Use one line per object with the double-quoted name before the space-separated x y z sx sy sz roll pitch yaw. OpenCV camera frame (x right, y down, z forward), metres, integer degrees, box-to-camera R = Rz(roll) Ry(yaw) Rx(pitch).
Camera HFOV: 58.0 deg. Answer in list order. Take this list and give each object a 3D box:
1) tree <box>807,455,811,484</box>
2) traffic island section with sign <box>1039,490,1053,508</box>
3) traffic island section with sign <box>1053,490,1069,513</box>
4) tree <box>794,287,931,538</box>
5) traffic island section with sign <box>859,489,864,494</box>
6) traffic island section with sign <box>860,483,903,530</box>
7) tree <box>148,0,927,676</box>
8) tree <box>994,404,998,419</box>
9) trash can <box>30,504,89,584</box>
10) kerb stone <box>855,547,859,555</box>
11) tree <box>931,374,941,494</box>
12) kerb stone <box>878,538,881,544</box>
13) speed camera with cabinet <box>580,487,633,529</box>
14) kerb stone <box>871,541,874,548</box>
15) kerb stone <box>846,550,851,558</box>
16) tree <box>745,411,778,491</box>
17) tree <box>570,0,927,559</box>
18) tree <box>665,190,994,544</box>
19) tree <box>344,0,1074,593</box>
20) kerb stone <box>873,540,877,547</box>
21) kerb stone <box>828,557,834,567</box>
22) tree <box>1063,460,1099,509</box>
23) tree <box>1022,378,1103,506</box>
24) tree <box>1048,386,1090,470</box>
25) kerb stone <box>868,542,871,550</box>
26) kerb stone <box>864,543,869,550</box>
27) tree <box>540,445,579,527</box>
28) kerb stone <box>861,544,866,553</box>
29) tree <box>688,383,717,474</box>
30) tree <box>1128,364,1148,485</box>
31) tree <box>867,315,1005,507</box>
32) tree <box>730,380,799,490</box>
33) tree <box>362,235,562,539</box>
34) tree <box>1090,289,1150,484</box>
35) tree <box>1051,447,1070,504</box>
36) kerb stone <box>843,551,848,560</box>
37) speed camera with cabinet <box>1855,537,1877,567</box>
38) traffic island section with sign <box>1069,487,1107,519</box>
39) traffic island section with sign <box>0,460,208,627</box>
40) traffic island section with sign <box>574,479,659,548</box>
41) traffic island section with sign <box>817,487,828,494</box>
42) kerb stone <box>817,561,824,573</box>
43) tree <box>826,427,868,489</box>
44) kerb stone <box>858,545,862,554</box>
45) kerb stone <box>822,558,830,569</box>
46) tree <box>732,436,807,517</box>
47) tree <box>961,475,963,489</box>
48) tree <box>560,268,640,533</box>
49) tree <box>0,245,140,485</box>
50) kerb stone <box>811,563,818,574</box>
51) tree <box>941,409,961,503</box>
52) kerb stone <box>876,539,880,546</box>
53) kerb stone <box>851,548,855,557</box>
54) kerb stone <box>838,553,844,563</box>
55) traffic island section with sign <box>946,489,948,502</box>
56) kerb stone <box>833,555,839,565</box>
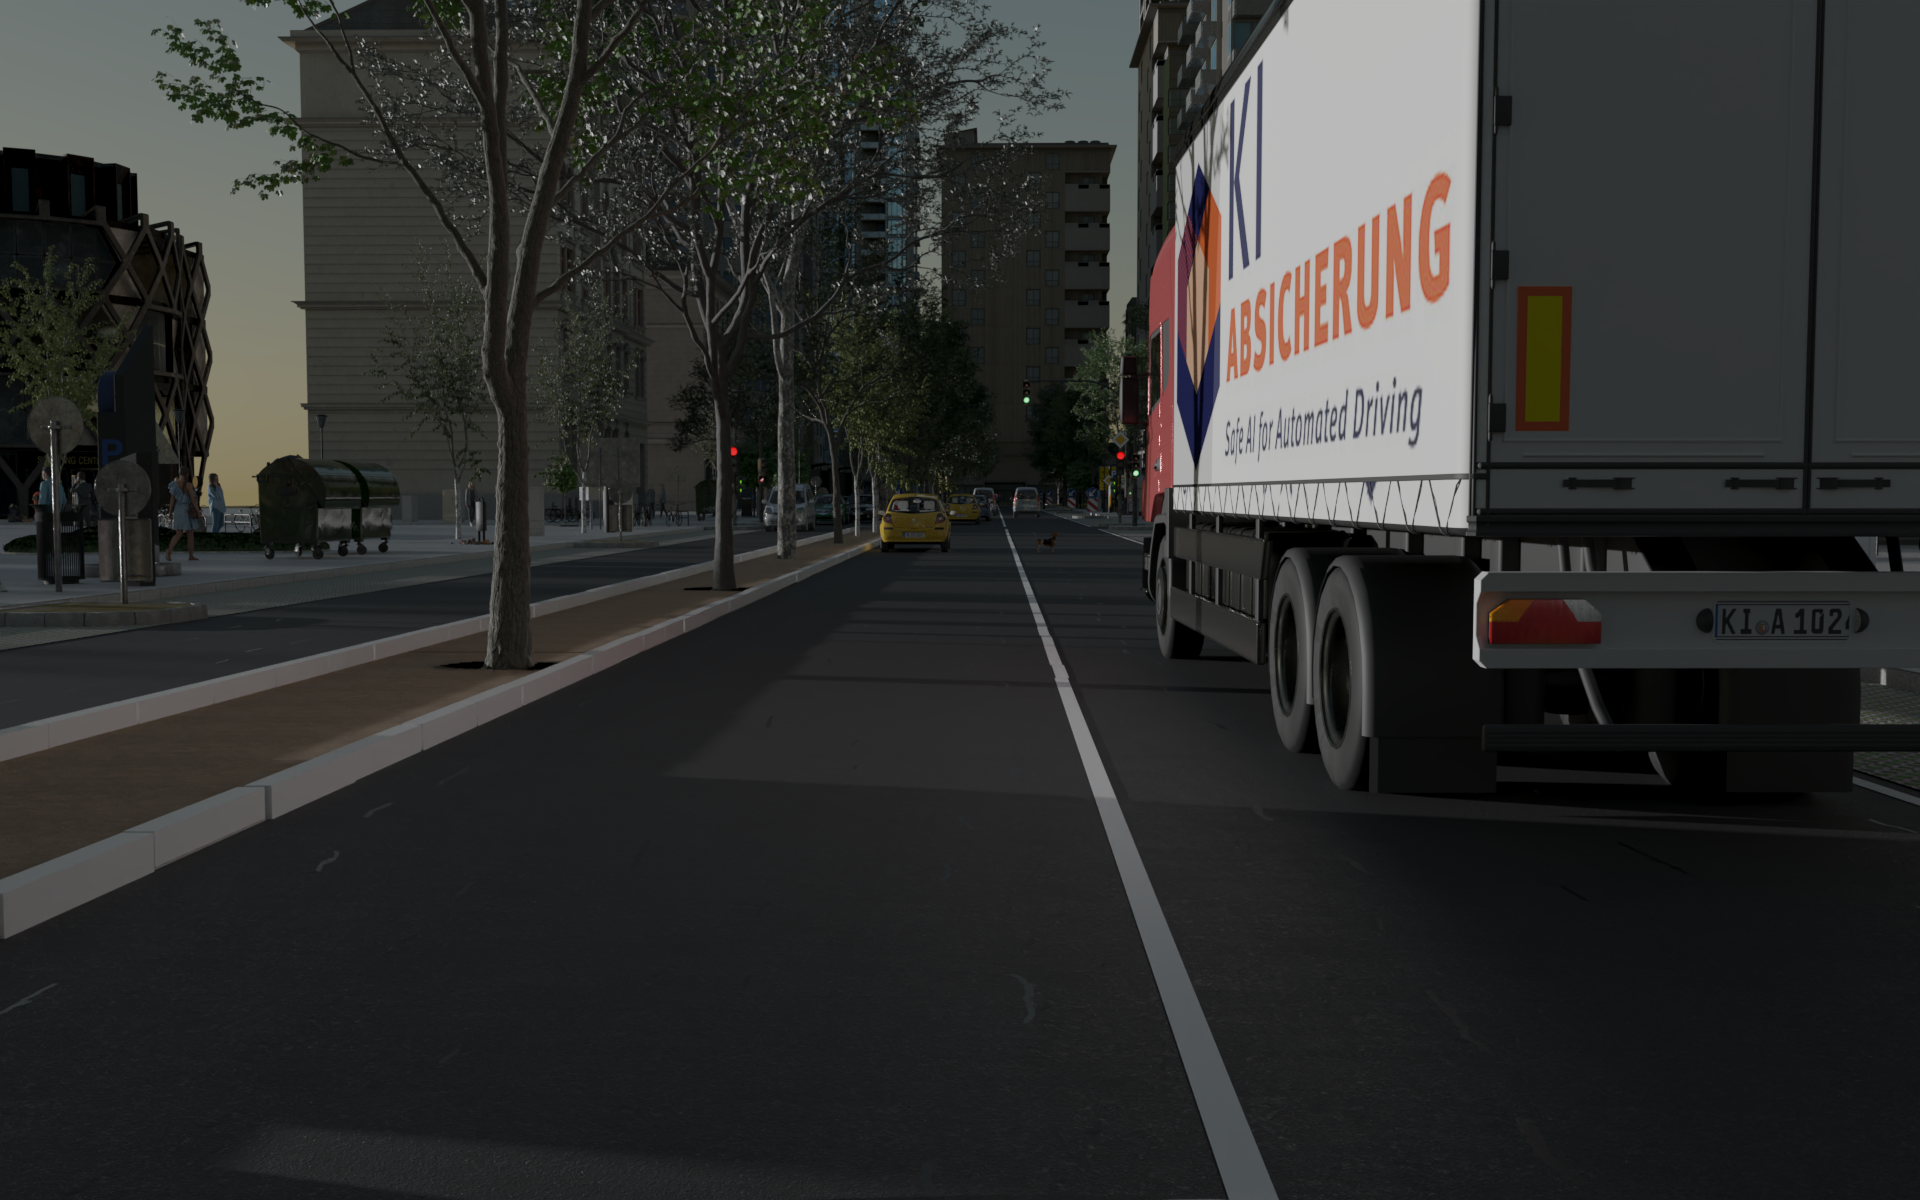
"tree" -11.377 -8.054 115.393 4.285 4.588 4.351 0 3 0
"traffic island section with sign" 9.097 -10.420 178.989 1.989 1.847 2.006 0 4 1
"traffic island section with sign" 8.145 -7.343 128.689 1.989 1.847 2.006 0 4 1
"tree" -3.322 -6.327 56.268 4.737 8.622 4.395 0 3 0
"traffic island section with sign" -7.541 -7.472 130.794 1.989 1.847 2.006 0 4 1
"traffic island section with sign" -2.961 -3.758 69.572 2.006 1.907 1.989 0 4 1
"tree" -3.582 -5.230 13.725 9.928 11.665 9.643 0 3 0
"tree" -2.422 -8.775 80.337 8.767 10.594 7.601 0 4 1
"trash can" -12.868 -0.803 24.775 0.748 1.137 0.748 0 3 0
"kerb stone" -2.487 -1.074 39.913 0.120 0.150 1.000 0 4 1
"tree" -3.058 -6.711 62.543 4.737 8.622 4.395 0 3 0
"kerb stone" -2.329 -1.585 48.105 0.120 0.150 1.000 0 4 1
"speed camera with cabinet" -13.048 -4.254 63.890 0.660 3.252 2.038 3 5 40
"kerb stone" -2.388 -1.397 45.029 0.120 0.150 1.000 0 4 1
"kerb stone" -2.530 -0.954 37.859 0.120 0.150 1.000 0 4 1
"tree" -14.684 -11.250 134.294 4.737 8.622 4.395 0 3 0
"tree" -5.014 -11.015 38.444 12.611 20.169 13.585 0 3 0
"tree" -3.471 -6.916 49.953 8.767 10.594 7.601 0 4 1
"tree" -3.459 -6.866 25.085 12.009 13.543 11.850 0 3 0
"kerb stone" -2.366 -1.459 46.055 0.120 0.150 1.000 0 4 1
"kerb stone" -2.603 -0.706 33.759 0.120 0.150 1.000 0 4 1
"tree" 10.418 -9.999 147.198 4.285 4.588 4.351 0 3 0
"tree" 11.446 -17.251 188.701 9.857 13.997 8.962 0 3 0
"tree" 10.746 -12.365 136.587 8.767 10.594 7.601 2 4 28
"kerb stone" -2.412 -1.331 44.007 0.120 0.150 1.000 0 4 1
"kerb stone" -2.429 -1.271 42.985 0.120 0.150 1.000 0 4 1
"tree" -15.769 -4.522 68.528 1.663 3.219 1.824 0 3 0
"kerb stone" -2.445 -1.201 41.963 0.120 0.150 1.000 0 4 1
"tree" -16.003 -9.972 113.398 4.360 8.622 3.978 0 3 0
"tree" 10.429 -8.616 91.234 4.360 8.622 3.978 0 3 0
"tree" -2.003 -11.379 105.511 9.611 12.733 9.660 0 3 0
"tree" -11.781 -9.464 105.100 4.360 8.622 3.978 0 3 0
"tree" -14.383 -6.026 48.881 4.360 8.622 3.978 0 3 0
"tree" 8.663 -7.844 62.654 7.601 10.594 8.767 0 4 4
"tree" 12.594 -16.478 219.784 4.360 8.622 3.978 0 3 0
"kerb stone" -2.542 -0.889 36.831 0.120 0.150 1.000 0 4 1
"speed camera with cabinet" 9.146 -1.423 17.605 0.660 3.252 2.038 -1 4 -12
"traffic island section with sign" 7.621 -5.694 101.722 1.989 1.847 2.006 0 4 1
"traffic island section with sign" -9.683 -0.665 19.500 1.989 1.847 2.006 0 4 1
"traffic island section with sign" -9.155 -2.313 46.450 1.989 1.847 2.006 0 4 1
"traffic island section with sign" -8.094 -5.740 102.468 1.989 1.847 2.006 0 4 1
"kerb stone" -2.638 -0.582 31.708 0.120 0.150 1.000 0 4 1
"tree" -10.284 -12.946 162.031 4.360 8.622 3.978 0 3 0
"kerb stone" -2.466 -1.146 40.934 0.120 0.150 1.000 0 4 1
"kerb stone" -2.621 -0.645 32.737 0.120 0.150 1.000 0 4 1
"tree" -11.343 -6.846 95.650 4.285 4.588 4.351 0 3 0
"tree" -2.228 -9.791 112.901 4.737 8.622 4.395 0 3 0
"tree" -12.450 -6.517 56.912 4.360 8.622 3.978 0 3 0
"tree" -27.131 -6.236 52.327 4.737 8.622 4.395 0 3 0
"kerb stone" -2.664 -0.519 30.682 0.120 0.150 1.000 0 4 1
"tree" -2.314 -8.798 96.664 4.737 8.622 4.395 0 3 0
"kerb stone" -2.349 -1.522 47.077 0.120 0.150 1.000 0 4 1
"kerb stone" -2.506 -1.021 38.891 0.120 0.150 1.000 0 4 1
"kerb stone" -2.558 -0.830 35.808 0.120 0.150 1.000 0 4 1
"traffic island section with sign" -1.384 -8.805 152.103 2.006 1.907 1.989 0 4 1
"kerb stone" -2.583 -0.767 34.784 0.120 0.150 1.000 0 4 1
